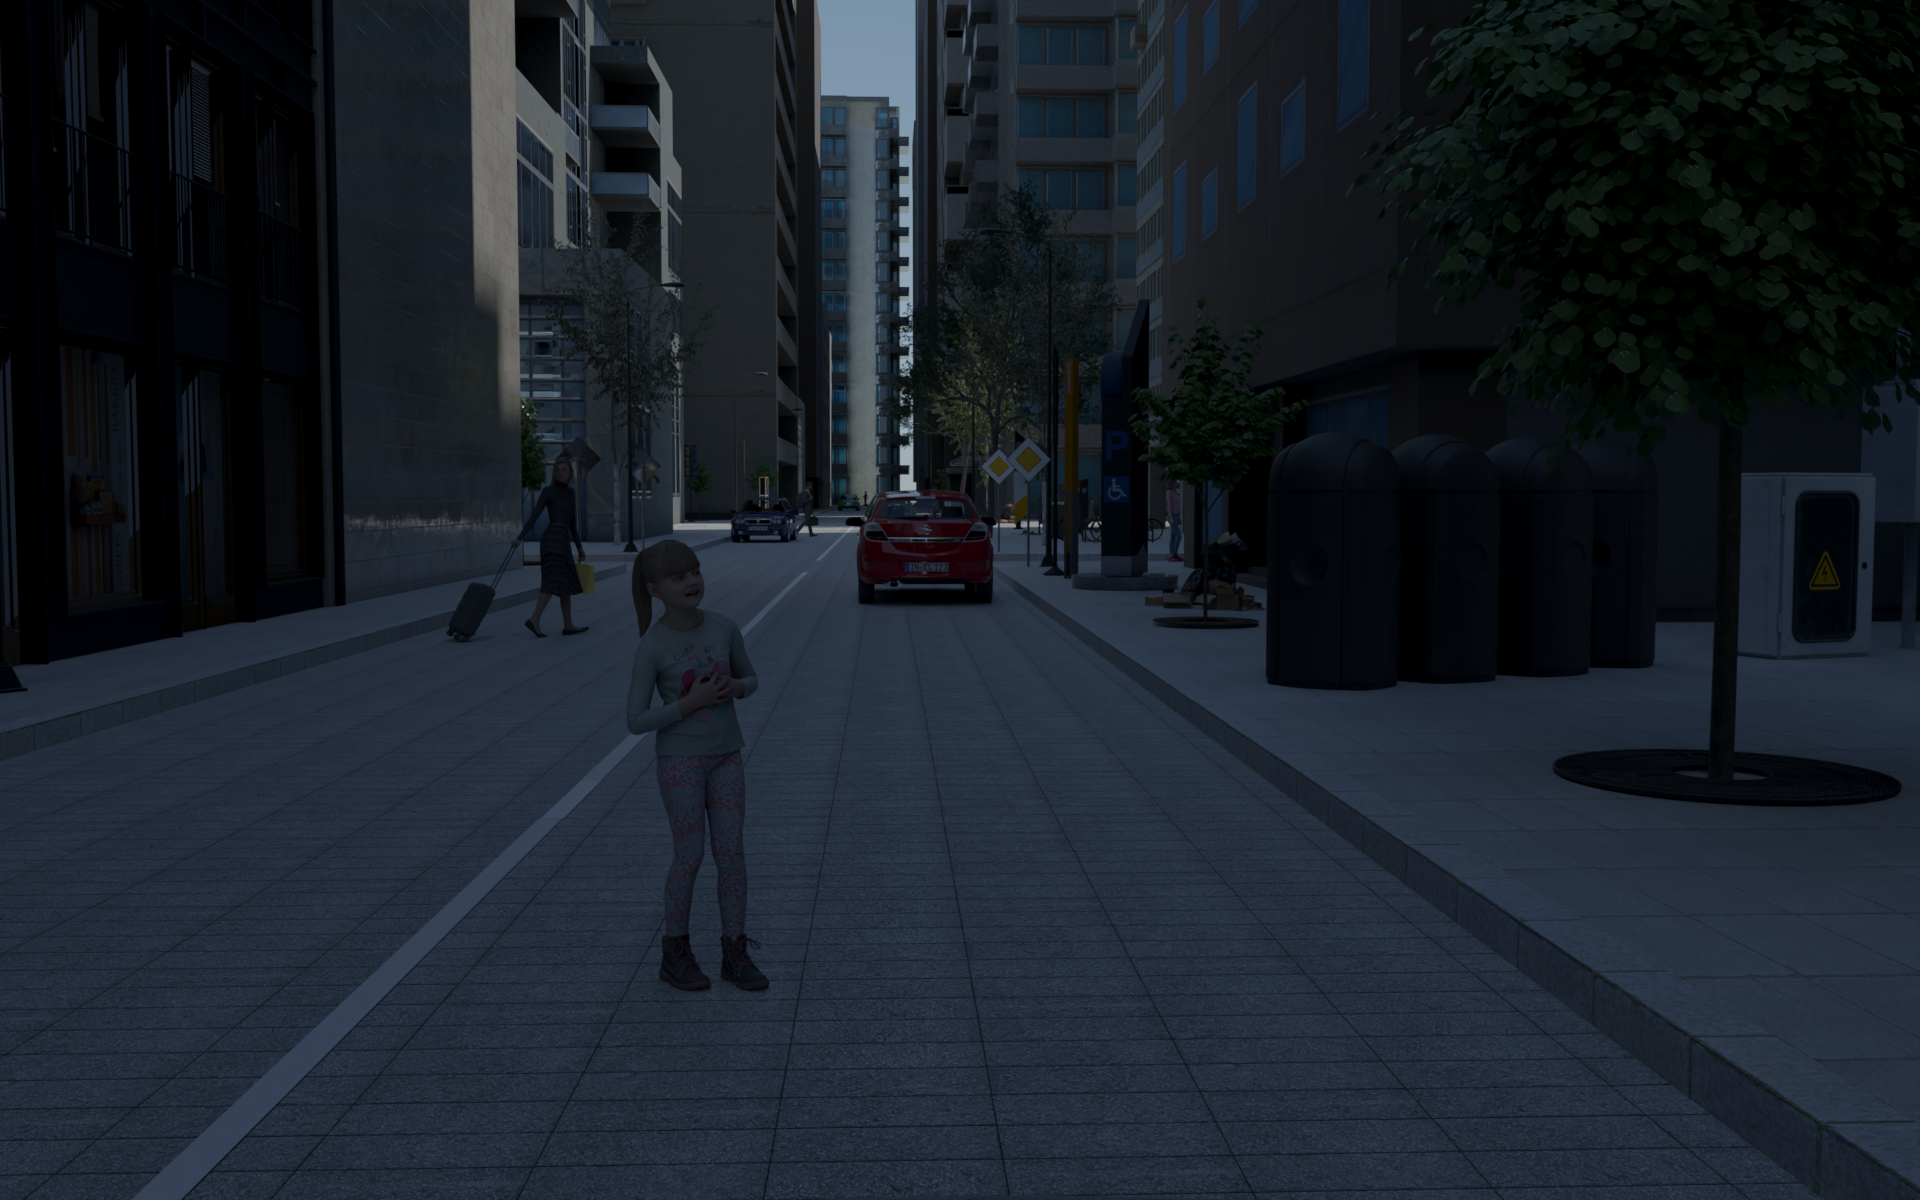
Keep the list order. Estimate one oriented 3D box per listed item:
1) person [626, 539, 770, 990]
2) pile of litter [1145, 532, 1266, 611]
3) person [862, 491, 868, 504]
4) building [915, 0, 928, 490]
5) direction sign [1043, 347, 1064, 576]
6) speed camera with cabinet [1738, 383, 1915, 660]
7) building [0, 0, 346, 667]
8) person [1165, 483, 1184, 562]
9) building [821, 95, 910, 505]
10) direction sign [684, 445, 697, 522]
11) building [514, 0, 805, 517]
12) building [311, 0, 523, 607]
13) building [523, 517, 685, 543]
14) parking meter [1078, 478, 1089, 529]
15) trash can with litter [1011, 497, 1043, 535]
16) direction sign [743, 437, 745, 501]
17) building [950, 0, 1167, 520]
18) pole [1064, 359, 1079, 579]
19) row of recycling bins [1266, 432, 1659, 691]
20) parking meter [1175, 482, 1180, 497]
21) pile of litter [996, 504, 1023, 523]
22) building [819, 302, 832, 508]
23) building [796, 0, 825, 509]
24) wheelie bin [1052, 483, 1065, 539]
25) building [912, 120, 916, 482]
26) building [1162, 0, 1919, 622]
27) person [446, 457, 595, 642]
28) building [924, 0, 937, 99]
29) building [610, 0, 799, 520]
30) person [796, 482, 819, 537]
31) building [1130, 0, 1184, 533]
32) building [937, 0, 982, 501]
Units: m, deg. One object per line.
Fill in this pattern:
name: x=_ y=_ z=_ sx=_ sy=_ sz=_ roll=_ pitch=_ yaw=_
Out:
person: x=-0.739 y=0.473 z=5.040 sx=0.394 sy=1.301 sz=0.425 roll=3 pitch=4 yaw=37
pile of litter: x=2.804 y=-0.345 z=19.612 sx=1.176 sy=0.858 sz=1.719 roll=-1 pitch=4 yaw=-23
person: x=-9.764 y=-10.297 z=177.681 sx=0.721 sy=1.723 sz=1.217 roll=2 pitch=4 yaw=25
building: x=6.000 y=-38.717 z=175.015 sx=21.231 sy=58.520 sz=28.212 roll=0 pitch=4 yaw=-2
direction sign: x=1.501 y=-2.155 z=27.225 sx=0.379 sy=3.537 sz=0.876 roll=0 pitch=4 yaw=7
speed camera with cabinet: x=7.158 y=-1.193 z=13.847 sx=2.038 sy=3.252 sz=0.660 roll=-1 pitch=4 yaw=-20
building: x=-12.904 y=-11.100 z=11.157 sx=12.332 sy=23.373 sz=15.834 roll=0 pitch=4 yaw=-2
person: x=4.508 y=-1.711 z=36.482 sx=0.388 sy=1.821 sz=0.555 roll=1 pitch=4 yaw=14
building: x=-21.351 y=-35.947 z=207.342 sx=30.456 sy=49.044 sz=23.786 roll=0 pitch=4 yaw=-2
direction sign: x=-12.396 y=-5.363 z=79.676 sx=0.379 sy=3.537 sz=0.876 roll=2 pitch=4 yaw=30
building: x=-22.465 y=-49.763 z=126.304 sx=22.319 sy=86.520 sz=31.000 roll=0 pitch=4 yaw=-2
building: x=-15.753 y=-10.342 z=23.849 sx=16.860 sy=20.320 sz=10.420 roll=0 pitch=4 yaw=-2
building: x=-20.690 y=-45.600 z=58.226 sx=22.319 sy=86.520 sz=31.000 roll=0 pitch=4 yaw=-2
parking meter: x=4.439 y=-3.494 z=62.842 sx=0.399 sy=1.863 sz=0.255 roll=-2 pitch=4 yaw=-25
trash can with litter: x=2.490 y=-2.650 z=54.390 sx=1.678 sy=1.210 sz=2.233 roll=-2 pitch=4 yaw=-35
direction sign: x=-8.652 y=-4.737 z=69.452 sx=0.379 sy=3.537 sz=0.876 roll=0 pitch=4 yaw=-4
building: x=11.607 y=-29.271 z=98.194 sx=23.786 sy=49.044 sz=30.456 roll=0 pitch=4 yaw=-2
pole: x=1.687 y=-1.979 z=26.201 sx=0.158 sy=3.312 sz=0.155 roll=0 pitch=3 yaw=0
row of recycling bins: x=3.697 y=-0.319 z=12.336 sx=3.534 sy=1.692 sz=1.069 roll=-2 pitch=4 yaw=-32
parking meter: x=9.082 y=-4.104 z=72.812 sx=0.255 sy=1.863 sz=0.399 roll=0 pitch=4 yaw=-8
pile of litter: x=2.105 y=-3.795 z=76.011 sx=1.719 sy=0.858 sz=1.176 roll=2 pitch=4 yaw=28
building: x=-27.904 y=-20.198 z=175.273 sx=28.899 sy=21.520 sz=27.650 roll=0 pitch=4 yaw=-2
building: x=-19.171 y=-30.591 z=150.280 sx=14.600 sy=45.320 sz=14.200 roll=0 pitch=4 yaw=-2
wheelie bin: x=2.874 y=-2.545 z=49.523 sx=0.980 sy=1.594 sz=0.693 roll=2 pitch=4 yaw=24
building: x=1.623 y=-33.844 z=203.456 sx=14.200 sy=45.320 sz=14.600 roll=0 pitch=4 yaw=-2
building: x=10.776 y=-22.793 z=22.774 sx=14.600 sy=45.320 sz=14.200 roll=0 pitch=4 yaw=-2
person: x=-4.362 y=-0.524 z=17.278 sx=1.509 sy=1.804 sz=0.699 roll=-2 pitch=4 yaw=-30
building: x=3.877 y=-30.813 z=153.908 sx=14.600 sy=45.320 sz=14.200 roll=0 pitch=4 yaw=-2
building: x=-20.063 y=-28.745 z=93.678 sx=21.300 sy=48.544 sz=21.600 roll=0 pitch=4 yaw=-2
person: x=-5.128 y=-3.014 z=57.743 sx=0.822 sy=1.834 sz=0.622 roll=0 pitch=4 yaw=-5
building: x=18.508 y=-22.157 z=54.150 sx=23.993 sy=40.220 sz=32.217 roll=0 pitch=4 yaw=-2
building: x=12.020 y=-33.252 z=132.910 sx=28.713 sy=52.752 sz=27.495 roll=0 pitch=4 yaw=-2
